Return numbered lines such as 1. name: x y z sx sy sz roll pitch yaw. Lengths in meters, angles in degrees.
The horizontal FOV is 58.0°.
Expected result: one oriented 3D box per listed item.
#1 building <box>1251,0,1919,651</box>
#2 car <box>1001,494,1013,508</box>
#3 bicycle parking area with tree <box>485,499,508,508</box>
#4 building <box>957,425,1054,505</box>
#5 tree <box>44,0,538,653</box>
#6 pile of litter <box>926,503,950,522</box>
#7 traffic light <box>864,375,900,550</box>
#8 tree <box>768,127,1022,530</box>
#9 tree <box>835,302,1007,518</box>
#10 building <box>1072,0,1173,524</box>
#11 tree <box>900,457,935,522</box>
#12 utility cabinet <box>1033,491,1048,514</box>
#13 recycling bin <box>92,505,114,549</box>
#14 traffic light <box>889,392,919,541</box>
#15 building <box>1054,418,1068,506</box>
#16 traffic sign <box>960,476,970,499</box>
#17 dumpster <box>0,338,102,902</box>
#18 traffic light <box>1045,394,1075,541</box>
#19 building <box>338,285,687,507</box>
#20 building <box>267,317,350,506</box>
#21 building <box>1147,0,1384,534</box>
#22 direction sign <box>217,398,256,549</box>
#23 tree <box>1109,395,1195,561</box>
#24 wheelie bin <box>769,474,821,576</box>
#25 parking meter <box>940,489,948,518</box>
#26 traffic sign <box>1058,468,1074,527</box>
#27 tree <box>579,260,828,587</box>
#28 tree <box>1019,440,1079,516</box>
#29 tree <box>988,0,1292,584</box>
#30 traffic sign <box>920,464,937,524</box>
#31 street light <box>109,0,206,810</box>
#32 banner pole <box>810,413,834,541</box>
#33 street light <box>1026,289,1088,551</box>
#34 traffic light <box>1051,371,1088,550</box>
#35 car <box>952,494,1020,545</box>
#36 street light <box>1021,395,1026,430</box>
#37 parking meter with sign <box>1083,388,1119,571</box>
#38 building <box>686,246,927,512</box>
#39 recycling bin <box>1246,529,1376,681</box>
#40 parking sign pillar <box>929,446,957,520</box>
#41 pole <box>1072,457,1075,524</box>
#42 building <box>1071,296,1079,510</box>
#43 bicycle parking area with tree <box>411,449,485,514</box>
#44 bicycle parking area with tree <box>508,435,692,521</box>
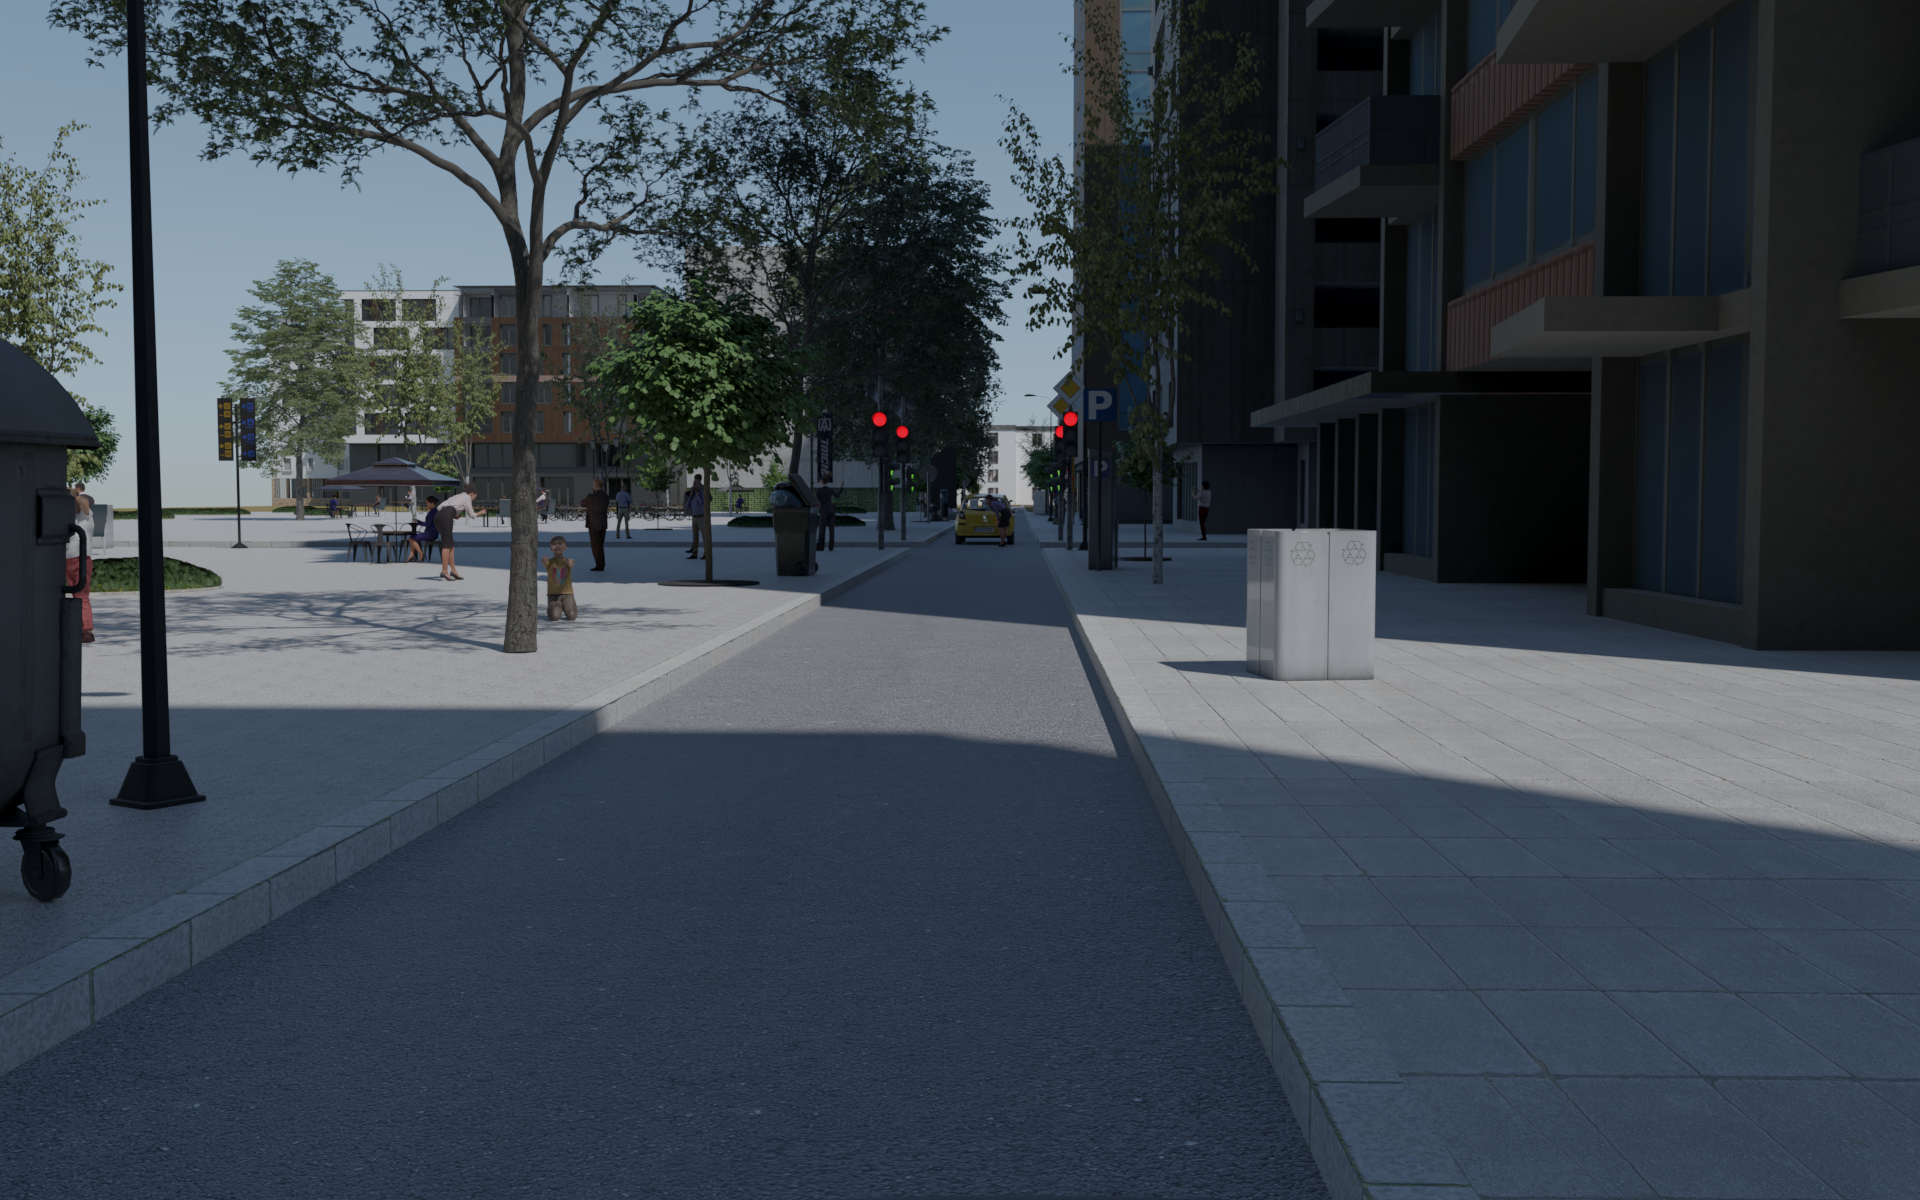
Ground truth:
1. building: 16.405 -22.397 20.817 22.147 44.769 28.867 0 4 2
2. car: 2.291 -5.993 109.785 2.131 1.459 4.920 0 4 1
3. bicycle parking area with tree: -19.852 -6.591 94.767 9.016 4.147 8.231 1 4 8
4. building: 6.868 -16.654 214.447 28.070 9.664 9.099 0 4 2
5. tree: -3.286 -4.864 13.940 7.601 10.594 8.767 -3 4 -38
6. pile of litter: -1.029 -4.125 81.409 1.176 0.858 1.719 0 3 0
7. traffic light: -1.801 -3.109 39.746 0.839 4.253 0.868 0 4 2
8. tree: -2.713 -9.461 61.340 9.857 13.997 8.962 0 3 0
9. tree: -1.665 -10.852 94.439 9.611 12.733 9.660 0 3 0
10. building: 12.357 -26.256 79.389 14.600 45.320 14.200 0 4 2
11. tree: -1.794 -5.176 79.232 1.663 3.219 1.824 0 3 0
12. utility cabinet: 5.225 -6.326 112.111 0.318 1.500 1.173 -3 4 -38
13. recycling bin: -20.439 -1.730 40.847 0.722 1.027 0.722 -1 4 -12
14. traffic light: -1.546 -3.597 47.727 0.839 4.253 0.868 0 4 2
15. building: 15.054 -14.643 181.556 9.099 9.664 28.070 0 4 2
16. traffic sign: 0.287 -7.433 121.638 0.768 2.556 0.104 0 4 5
17. dumpster: -3.411 0.063 4.727 1.264 1.857 1.865 0 4 2
18. traffic light: 2.754 -3.589 47.606 0.839 4.253 0.868 0 4 2
19. building: -45.560 -20.780 183.733 32.646 21.610 27.936 0 4 2
20. building: -67.361 -20.448 190.749 11.380 20.091 16.016 0 4 2
21. building: 13.771 -17.472 57.370 14.107 30.474 14.160 0 4 2
22. direction sign: -17.042 -2.989 40.869 0.876 3.537 0.379 0 4 -1
23. tree: 3.717 -2.377 33.460 1.663 3.219 1.824 0 3 0
24. wheelie bin: -2.610 -1.185 27.286 0.693 1.594 0.980 1 4 10
25. parking meter: -0.751 -4.538 82.602 0.372 1.533 0.369 0 3 0
26. traffic sign: 3.983 -4.096 66.969 0.884 2.594 0.081 1 4 8
27. tree: -3.620 -2.497 24.533 4.285 4.588 4.351 0 3 0
28. tree: 5.374 -7.648 108.764 4.285 4.588 4.351 0 3 0
29. tree: 2.596 -4.540 24.585 4.737 8.622 4.395 0 3 0
30. traffic sign: -1.365 -4.538 74.304 0.768 2.556 0.104 1 4 9
31. street light: -2.797 -2.108 7.003 1.470 5.913 1.316 0 4 2
32. banner pole: -3.836 -3.503 47.289 0.863 3.779 0.401 1 4 18
33. street light: 2.310 -4.083 39.303 1.470 5.913 1.316 0 4 2
34. traffic light: 2.498 -3.101 39.625 0.839 4.253 0.868 0 4 2
35. car: 0.752 -2.468 50.578 2.015 1.641 3.980 0 4 2
36. street light: 3.685 -6.606 80.550 1.470 5.913 1.316 0 4 2
37. parking meter with sign: 2.446 -2.033 29.500 0.543 3.016 1.738 1 4 9
38. building: -10.723 -16.685 139.264 16.747 18.905 31.486 0 4 2
39. recycling bin: 2.469 0.020 12.232 0.722 1.027 0.722 -1 4 -8
40. parking sign pillar: -0.805 -5.988 86.371 1.447 3.967 1.447 0 4 4
41. pole: 4.750 -4.844 73.044 0.158 3.312 0.155 0 3 0
42. building: 17.870 -16.714 139.725 16.747 18.905 31.486 0 4 2
43. bicycle parking area with tree: -31.099 -7.716 113.152 9.016 4.147 8.231 3 5 44
44. bicycle parking area with tree: -16.842 -6.030 85.594 9.016 4.147 8.231 0 4 -4
